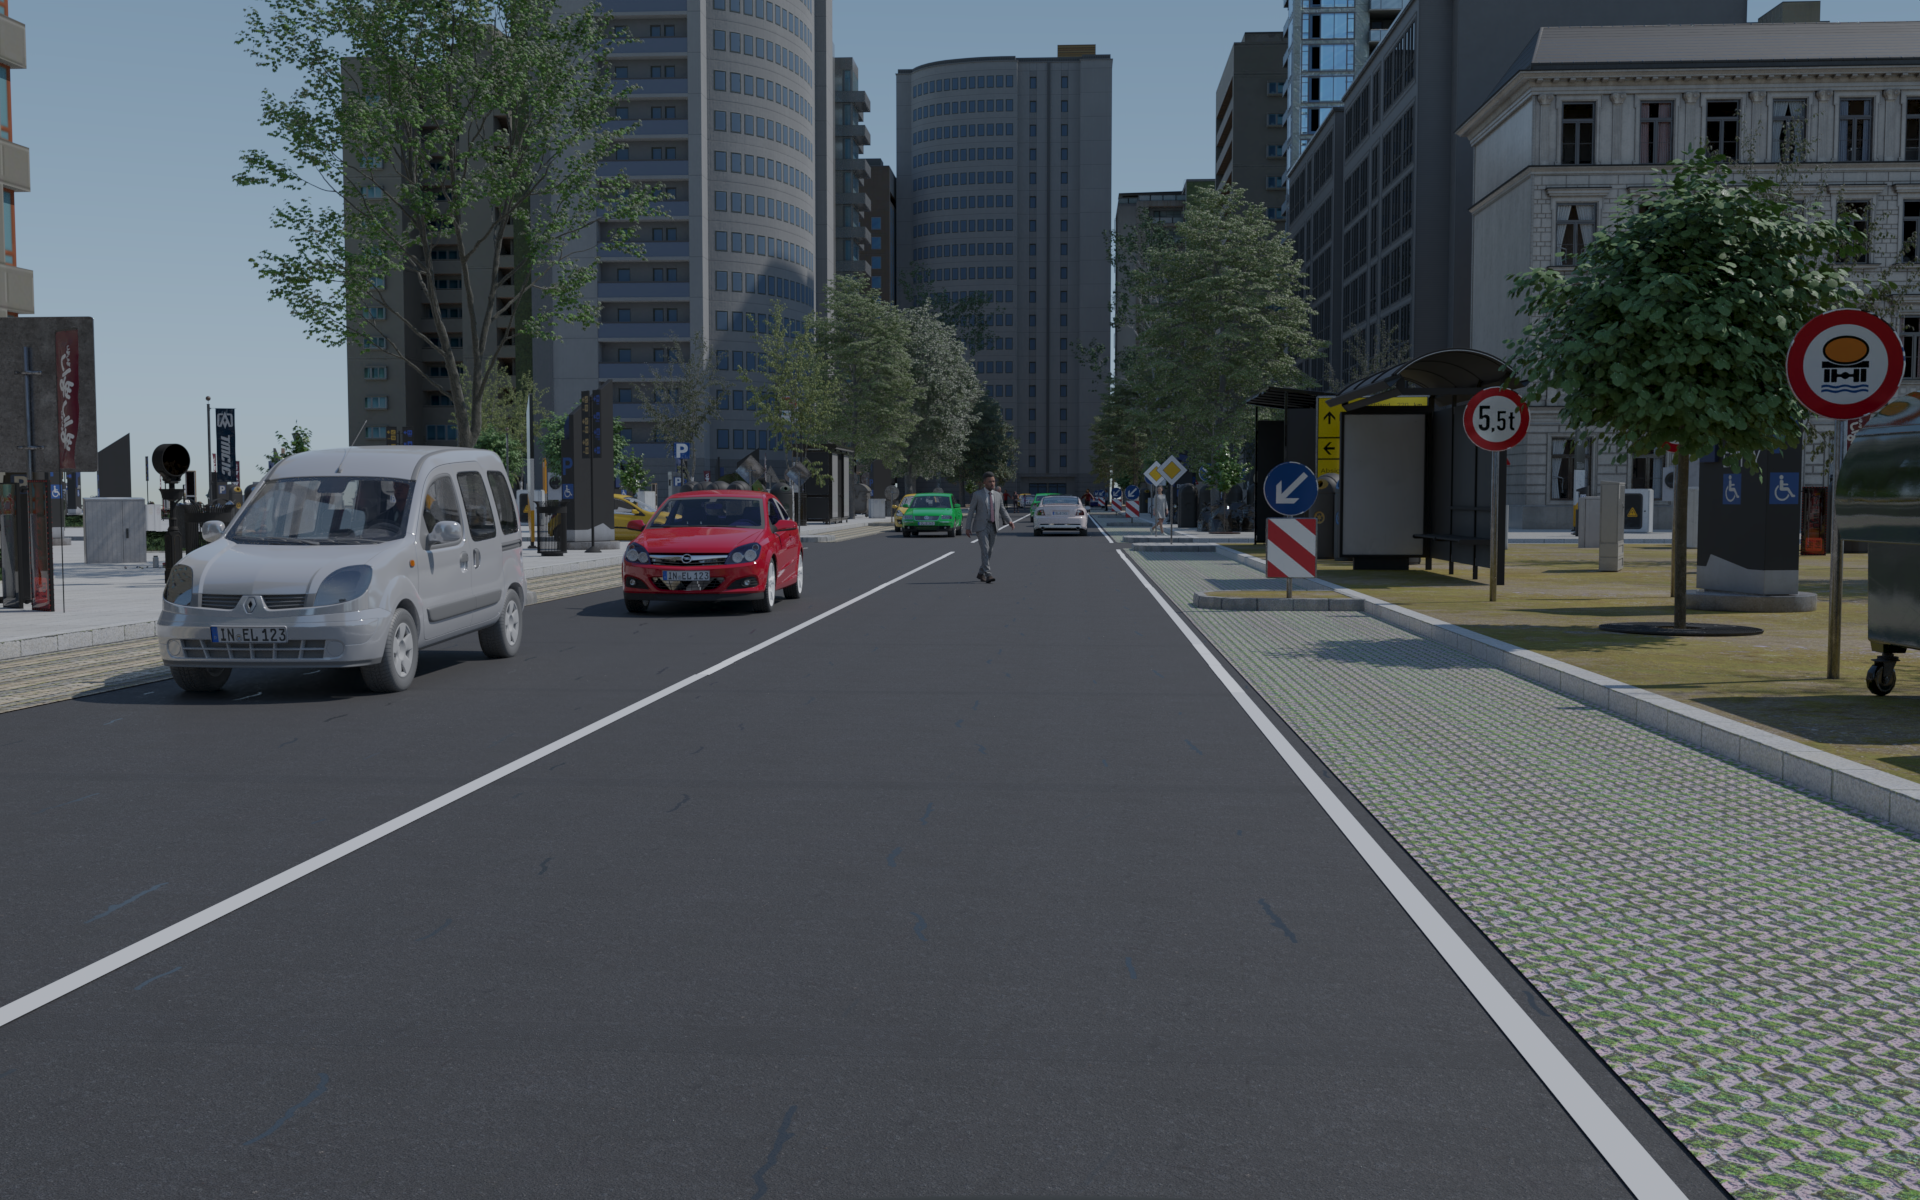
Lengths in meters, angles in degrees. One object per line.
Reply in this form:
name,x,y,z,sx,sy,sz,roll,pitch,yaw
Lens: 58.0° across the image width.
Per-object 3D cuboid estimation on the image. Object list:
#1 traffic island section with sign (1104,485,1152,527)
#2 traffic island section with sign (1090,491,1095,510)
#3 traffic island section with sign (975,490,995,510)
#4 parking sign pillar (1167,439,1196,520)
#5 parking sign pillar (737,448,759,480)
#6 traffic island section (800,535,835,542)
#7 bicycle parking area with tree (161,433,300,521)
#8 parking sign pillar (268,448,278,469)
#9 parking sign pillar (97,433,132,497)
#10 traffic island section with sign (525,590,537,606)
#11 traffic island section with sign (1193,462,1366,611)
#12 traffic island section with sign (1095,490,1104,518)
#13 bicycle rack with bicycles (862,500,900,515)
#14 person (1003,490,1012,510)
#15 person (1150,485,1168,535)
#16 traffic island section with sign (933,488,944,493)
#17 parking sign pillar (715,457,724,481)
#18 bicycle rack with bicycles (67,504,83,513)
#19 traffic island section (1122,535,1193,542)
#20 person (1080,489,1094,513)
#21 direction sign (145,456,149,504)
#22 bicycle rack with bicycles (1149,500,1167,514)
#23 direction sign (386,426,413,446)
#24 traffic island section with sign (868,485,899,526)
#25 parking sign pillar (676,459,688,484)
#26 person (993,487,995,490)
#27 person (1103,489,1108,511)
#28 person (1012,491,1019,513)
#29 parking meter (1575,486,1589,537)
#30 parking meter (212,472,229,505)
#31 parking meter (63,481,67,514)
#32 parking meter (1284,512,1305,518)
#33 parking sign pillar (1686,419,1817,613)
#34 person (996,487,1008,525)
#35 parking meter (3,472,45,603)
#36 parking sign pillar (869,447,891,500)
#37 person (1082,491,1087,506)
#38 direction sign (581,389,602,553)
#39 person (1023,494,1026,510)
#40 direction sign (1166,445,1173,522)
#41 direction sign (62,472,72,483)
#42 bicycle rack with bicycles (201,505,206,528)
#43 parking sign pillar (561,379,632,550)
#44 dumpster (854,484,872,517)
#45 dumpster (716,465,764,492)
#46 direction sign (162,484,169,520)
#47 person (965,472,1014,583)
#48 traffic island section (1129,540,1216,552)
traffic island section with sign,7.502,-4.167,76.759,1.989,1.847,2.006,0,4,4
traffic island section with sign,12.435,-8.865,153.574,1.989,1.847,2.006,0,4,4
traffic island section with sign,1.939,-8.907,154.254,1.989,1.847,2.006,0,4,4
parking sign pillar,10.889,-5.899,84.923,1.447,3.967,1.447,2,4,33
parking sign pillar,-12.229,-6.822,100.018,1.447,3.967,1.447,0,4,-7
traffic island section,-4.911,-1.862,52.724,2.009,0.180,2.903,0,4,4
bicycle parking area with tree,-33.069,-5.850,82.653,9.016,4.147,8.231,-3,5,-42
parking sign pillar,-39.800,-6.866,100.727,1.447,3.967,1.447,-2,4,-35
parking sign pillar,-36.995,-5.337,75.735,1.447,3.967,1.447,-3,4,-39
traffic island section with sign,-6.543,-0.829,22.177,1.989,1.847,2.006,0,4,4
traffic island section with sign,3.998,-0.818,22.004,1.989,1.847,2.006,0,4,4
traffic island section with sign,9.234,-5.812,103.659,1.989,1.847,2.006,0,4,4
bicycle rack with bicycles,-4.424,-5.582,104.644,2.852,0.926,2.925,3,5,42
person,4.134,-9.094,157.121,1.348,1.831,0.705,2,4,29
person,6.802,-3.061,59.302,0.760,1.731,0.466,2,4,35
traffic island section with sign,-1.264,-5.852,104.302,1.989,1.847,2.006,0,4,4
parking sign pillar,-17.484,-8.402,125.844,1.447,3.967,1.447,-1,4,-17
bicycle rack with bicycles,-53.748,-5.670,106.093,2.925,0.926,2.852,-1,4,-11
traffic island section,5.908,-1.819,52.028,2.009,0.180,2.903,0,4,4
person,9.516,-7.382,129.158,1.348,1.831,0.705,3,5,42
direction sign,-48.565,-6.821,103.514,0.379,3.537,0.876,-2,4,-34
bicycle rack with bicycles,12.857,-5.586,104.715,2.925,0.926,2.852,0,4,-6
direction sign,-18.798,-4.048,58.178,0.876,3.537,0.379,-2,4,-30
traffic island section with sign,-3.010,-4.197,77.257,1.989,1.847,2.006,0,4,4
parking sign pillar,-15.326,-6.544,95.465,1.447,3.967,1.447,-1,4,-18
person,1.357,-3.895,72.575,0.661,1.777,0.834,1,4,9
person,12.233,-8.354,145.075,0.705,1.826,1.348,0,4,-7
person,4.136,-7.255,128.586,0.415,1.643,0.593,3,5,39
parking meter,18.790,-2.684,52.301,0.372,1.533,0.369,0,3,0
parking meter,-19.524,-2.445,45.692,0.255,1.863,0.399,2,4,28
parking meter,-40.415,-4.421,77.987,0.255,1.863,0.399,0,4,-8
parking meter,6.811,-1.813,35.348,0.399,1.863,0.255,-1,4,-13
parking sign pillar,8.803,-1.886,19.302,1.447,3.967,1.447,-1,4,-9
person,1.807,-4.284,78.949,0.834,1.777,0.661,3,5,40
parking meter,-11.049,-0.903,20.470,0.399,1.863,0.255,0,4,-8
parking sign pillar,-4.550,-6.748,98.798,1.447,3.967,1.447,-3,5,-41
person,13.916,-11.119,190.393,1.348,1.812,0.705,2,4,29
direction sign,-8.040,-2.804,37.845,0.379,3.537,0.876,-3,4,-39
person,5.954,-8.911,157.413,0.599,1.433,0.991,0,4,1
direction sign,9.564,-5.309,78.794,0.379,3.537,0.876,1,4,20
direction sign,-47.172,-6.072,91.278,0.379,3.537,0.876,1,4,20
bicycle rack with bicycles,-24.704,-2.702,57.553,2.925,0.926,2.852,-1,4,-20
parking sign pillar,-8.651,-3.166,40.233,1.447,3.967,1.447,2,4,32
dumpster,-5.589,-5.490,95.527,1.264,1.857,1.865,0,4,4
dumpster,-7.537,-3.436,58.669,1.502,2.255,1.985,0,4,4
direction sign,-39.883,-5.806,86.919,0.379,3.537,0.876,-1,4,-19
person,0.446,-1.178,28.038,0.678,1.792,0.850,-2,4,-27
traffic island section,5.397,-1.332,44.059,2.009,0.180,2.903,0,4,4
